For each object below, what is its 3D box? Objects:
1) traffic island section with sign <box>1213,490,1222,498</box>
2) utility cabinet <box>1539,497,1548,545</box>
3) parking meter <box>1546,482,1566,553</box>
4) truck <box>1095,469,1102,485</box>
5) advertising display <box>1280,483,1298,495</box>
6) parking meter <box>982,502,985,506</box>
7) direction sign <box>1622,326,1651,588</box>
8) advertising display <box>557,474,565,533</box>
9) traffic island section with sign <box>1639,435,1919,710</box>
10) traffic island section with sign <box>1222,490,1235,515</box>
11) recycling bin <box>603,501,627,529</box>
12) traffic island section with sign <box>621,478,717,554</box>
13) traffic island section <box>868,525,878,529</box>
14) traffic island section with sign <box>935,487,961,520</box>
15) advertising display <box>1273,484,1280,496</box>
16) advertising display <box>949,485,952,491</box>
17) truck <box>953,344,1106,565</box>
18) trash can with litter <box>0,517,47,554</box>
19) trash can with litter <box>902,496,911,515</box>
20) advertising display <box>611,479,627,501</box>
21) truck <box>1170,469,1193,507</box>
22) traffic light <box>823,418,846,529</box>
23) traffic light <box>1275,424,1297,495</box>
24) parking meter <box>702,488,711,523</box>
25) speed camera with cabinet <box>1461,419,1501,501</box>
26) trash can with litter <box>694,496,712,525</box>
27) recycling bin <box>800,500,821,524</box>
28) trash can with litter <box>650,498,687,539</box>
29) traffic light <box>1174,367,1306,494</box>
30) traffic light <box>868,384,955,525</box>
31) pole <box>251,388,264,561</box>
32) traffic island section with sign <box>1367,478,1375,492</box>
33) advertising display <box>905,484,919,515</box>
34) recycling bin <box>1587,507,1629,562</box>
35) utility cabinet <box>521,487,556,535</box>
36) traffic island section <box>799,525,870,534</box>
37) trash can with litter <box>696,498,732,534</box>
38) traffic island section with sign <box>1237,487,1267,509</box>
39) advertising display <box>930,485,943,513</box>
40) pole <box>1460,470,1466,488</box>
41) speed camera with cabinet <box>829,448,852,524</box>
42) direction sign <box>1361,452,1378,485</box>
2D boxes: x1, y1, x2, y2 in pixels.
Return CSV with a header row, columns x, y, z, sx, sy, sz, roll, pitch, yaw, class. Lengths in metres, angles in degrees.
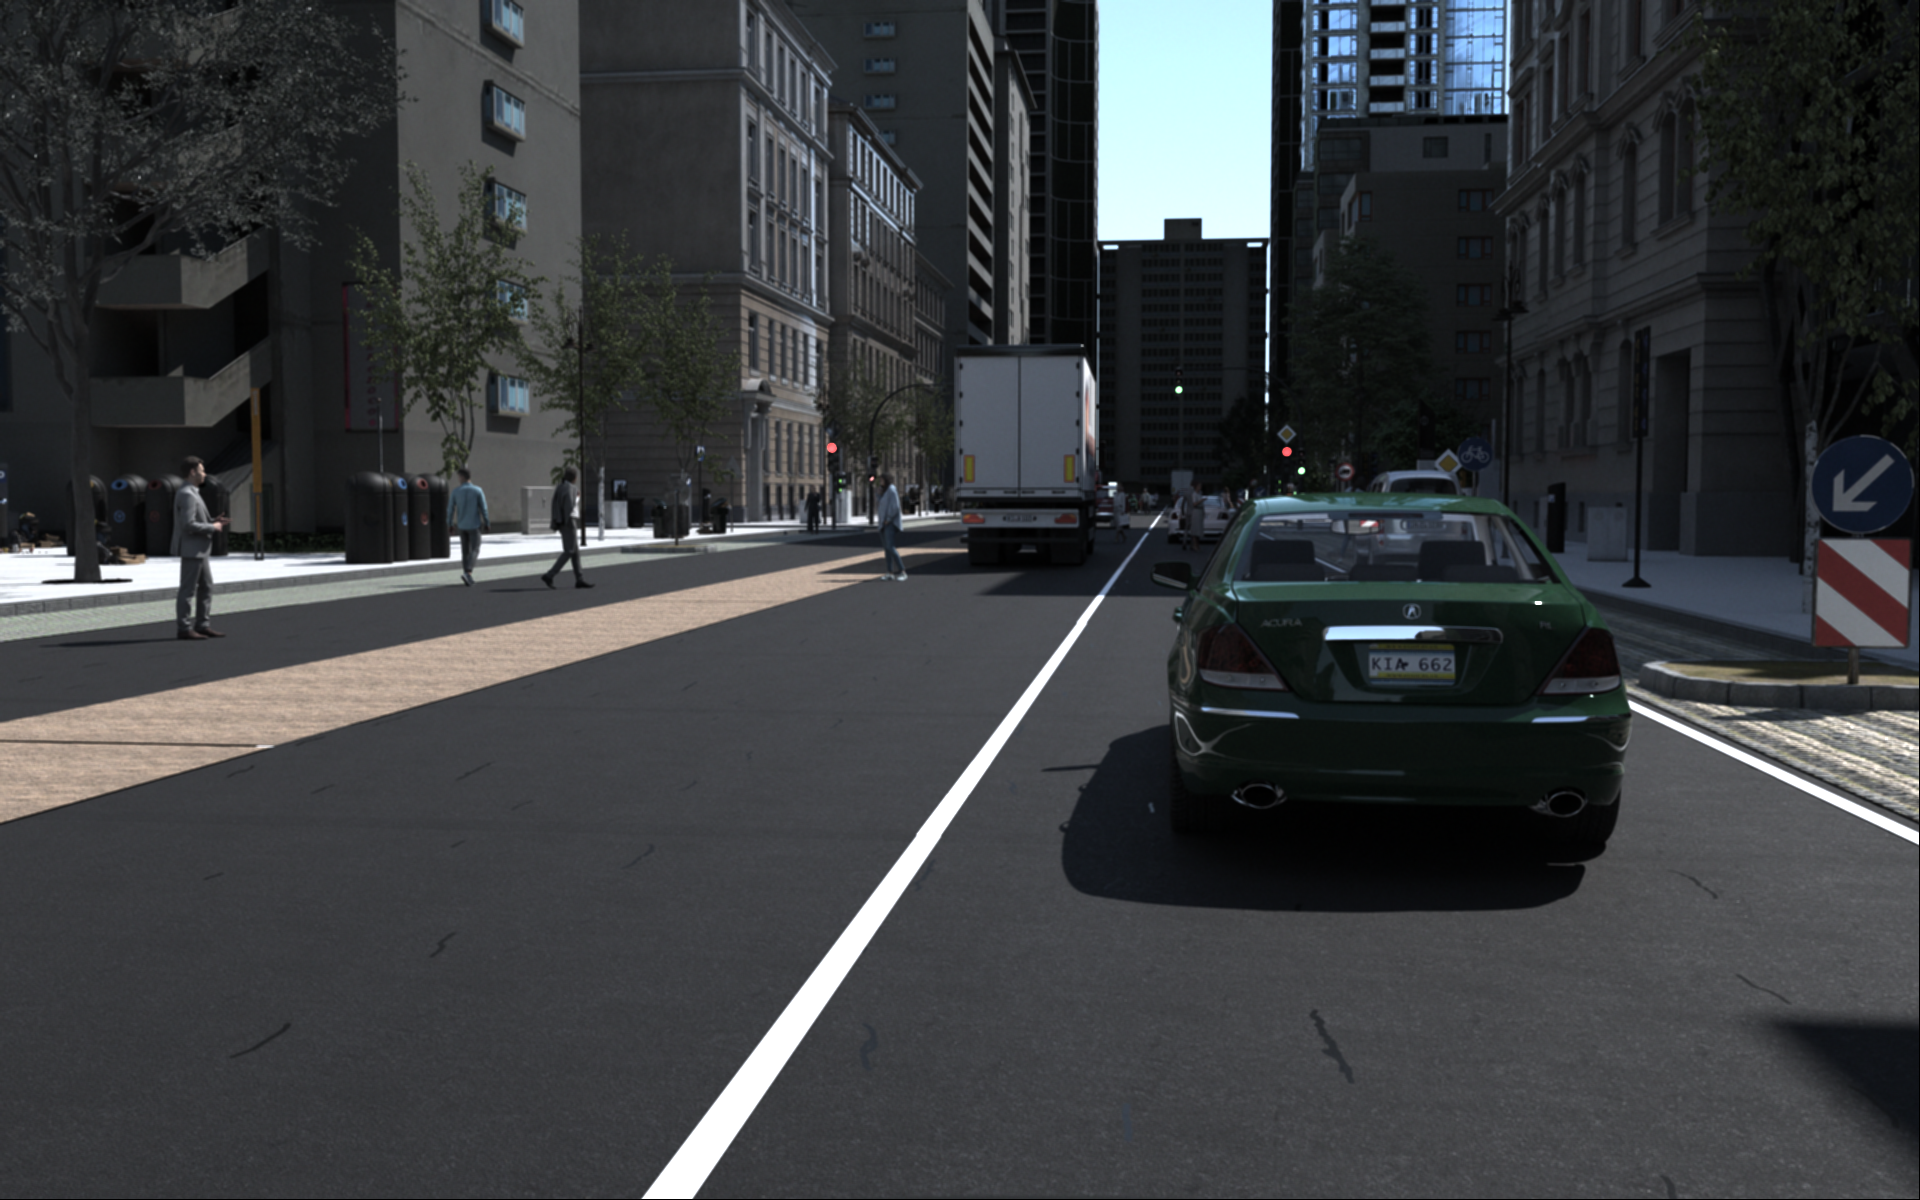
x,y,z,sx,sy,sz,roll,pitch,yaw,class
29.146,-11.592,198.153,1.989,1.847,2.006,0,4,7,traffic island section with sign
14.785,-1.975,43.455,0.306,1.237,1.020,0,4,6,utility cabinet
13.003,-1.797,37.788,0.372,1.533,0.369,0,3,0,parking meter
14.617,-12.611,195.100,2.839,4.237,11.283,0,4,6,truck
19.745,-6.010,103.477,0.974,1.923,0.123,0,4,-8,advertising display
1.950,-7.982,136.211,0.399,1.863,0.255,-3,5,-41,parking meter
9.342,-1.946,23.810,0.379,3.537,0.876,1,4,10,direction sign
-13.060,-3.153,56.763,0.123,1.923,0.974,-1,4,-21,advertising display
6.020,-0.229,12.376,1.989,1.847,2.006,0,4,7,traffic island section with sign
19.535,-6.876,121.043,1.989,1.847,2.006,0,4,7,traffic island section with sign
-12.648,-3.099,63.223,0.722,1.027,0.722,3,4,38,recycling bin
-7.048,-2.066,42.410,1.989,1.847,2.006,0,4,7,traffic island section with sign
-3.699,-3.040,71.980,2.009,0.180,2.903,0,4,7,traffic island section
-0.281,-5.387,96.708,1.989,1.847,2.006,0,4,7,traffic island section with sign
20.344,-6.404,109.924,0.974,1.923,0.123,-1,4,-17,advertising display
-0.623,-7.138,121.917,0.123,1.923,0.974,1,4,9,advertising display
1.693,-3.009,38.112,2.839,4.237,11.283,0,4,6,truck
-20.918,-1.653,38.086,1.678,1.210,2.233,-1,4,-21,trash can with litter
-3.268,-5.859,107.182,0.624,1.170,1.055,-1,4,-10,trash can with litter
-14.834,-4.294,75.416,0.123,1.923,0.974,2,4,25,advertising display
25.462,-12.827,198.641,2.839,4.237,11.283,0,4,7,truck
-4.647,-4.587,63.916,0.839,4.253,0.868,0,4,7,traffic light
13.124,-4.945,69.774,0.839,4.253,0.868,0,4,7,traffic light
-11.008,-4.089,75.259,0.372,1.533,0.369,0,3,0,parking meter
13.912,-3.186,46.427,0.660,3.252,2.038,0,4,2,speed camera with cabinet
-10.811,-3.814,73.421,1.678,1.210,2.233,0,4,-8,trash can with litter
-6.503,-3.843,75.384,0.722,1.027,0.722,1,4,21,recycling bin
-8.371,-2.355,49.892,1.055,1.170,0.624,1,4,18,trash can with litter
10.050,-5.339,61.967,4.771,5.953,1.251,0,4,7,traffic light
-1.573,-5.930,71.617,4.771,5.953,1.251,0,4,7,traffic light
-13.565,-2.421,33.422,0.158,3.312,0.155,0,3,0,pole
9.340,-1.865,39.127,1.989,1.847,2.006,0,4,7,traffic island section with sign
-2.987,-6.326,108.641,0.974,1.923,0.123,1,4,13,advertising display
12.415,-1.263,33.204,0.722,1.027,0.722,1,4,20,recycling bin
-13.211,-2.795,54.371,0.318,1.500,1.173,2,4,34,utility cabinet
-4.686,-2.555,64.056,2.009,0.180,2.903,0,4,7,traffic island section
-7.869,-2.686,55.297,1.055,1.170,0.624,-3,5,-41,trash can with litter
16.204,-5.240,94.294,1.989,1.847,2.006,0,4,7,traffic island section with sign
-1.603,-6.951,118.868,0.974,1.923,0.123,-2,4,-33,advertising display
16.409,-3.834,56.524,0.158,3.312,0.155,0,3,0,pole
-5.193,-4.943,75.160,0.660,3.252,2.038,1,4,9,speed camera with cabinet
21.962,-6.176,92.967,0.876,3.537,0.379,0,4,-6,direction sign
